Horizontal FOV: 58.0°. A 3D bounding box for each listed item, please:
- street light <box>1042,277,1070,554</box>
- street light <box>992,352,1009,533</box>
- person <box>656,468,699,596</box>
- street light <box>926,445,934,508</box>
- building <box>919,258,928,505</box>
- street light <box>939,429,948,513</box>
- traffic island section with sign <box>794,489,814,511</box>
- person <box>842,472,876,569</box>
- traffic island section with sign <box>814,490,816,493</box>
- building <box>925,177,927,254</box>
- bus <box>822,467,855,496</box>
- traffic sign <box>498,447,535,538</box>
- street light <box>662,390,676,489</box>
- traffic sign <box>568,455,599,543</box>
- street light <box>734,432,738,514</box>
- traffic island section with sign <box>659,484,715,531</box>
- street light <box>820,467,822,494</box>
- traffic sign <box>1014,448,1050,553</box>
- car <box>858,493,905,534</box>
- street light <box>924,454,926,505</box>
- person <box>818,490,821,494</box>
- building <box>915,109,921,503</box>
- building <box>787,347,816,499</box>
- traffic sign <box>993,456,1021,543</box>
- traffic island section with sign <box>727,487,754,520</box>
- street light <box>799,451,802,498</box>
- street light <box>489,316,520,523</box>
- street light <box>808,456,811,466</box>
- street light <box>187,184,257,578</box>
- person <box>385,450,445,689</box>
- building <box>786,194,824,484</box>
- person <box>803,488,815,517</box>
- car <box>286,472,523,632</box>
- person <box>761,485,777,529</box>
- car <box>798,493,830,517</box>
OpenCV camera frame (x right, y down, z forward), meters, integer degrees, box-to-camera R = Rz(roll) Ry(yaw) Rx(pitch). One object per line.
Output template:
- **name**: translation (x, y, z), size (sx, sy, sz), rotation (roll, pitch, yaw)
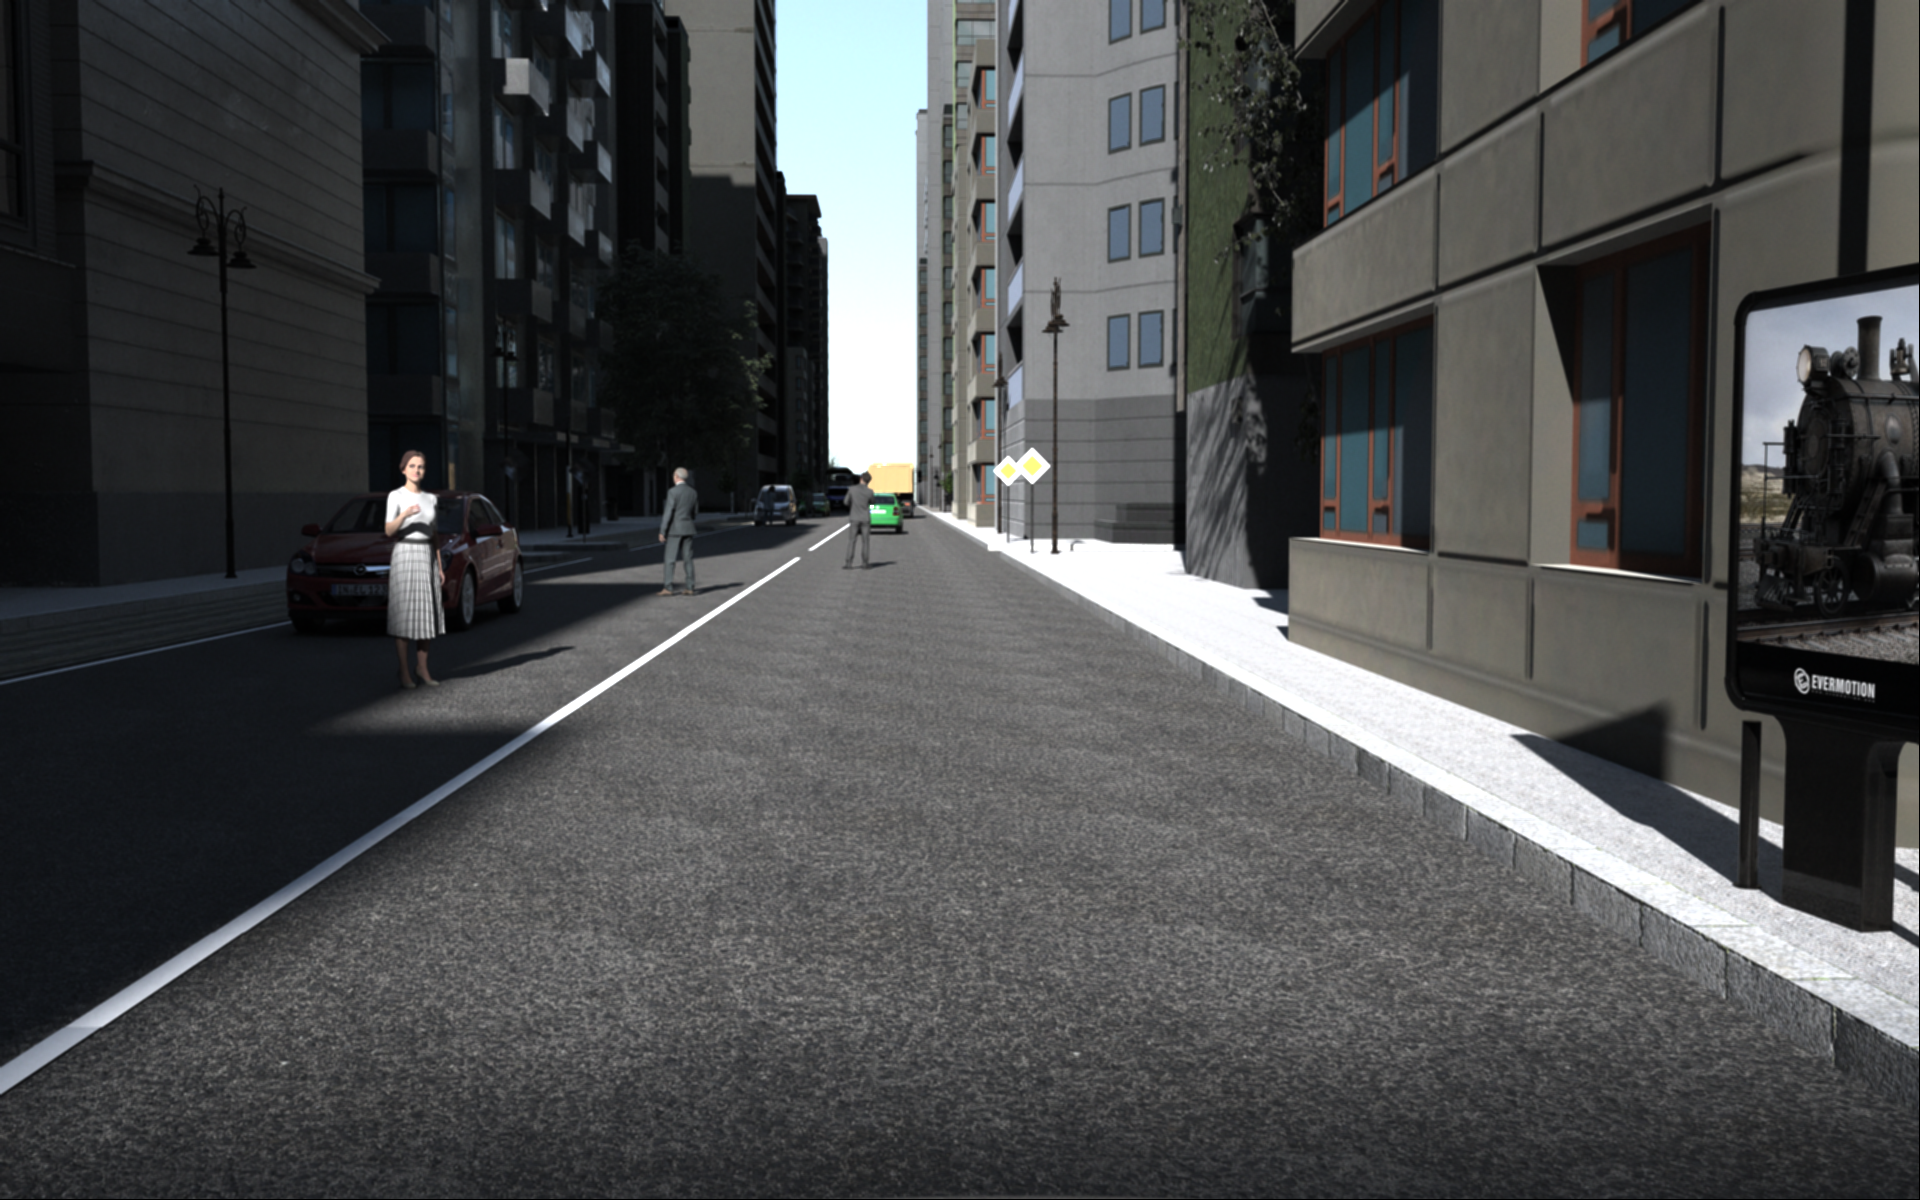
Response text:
- **street light**: translation (2.039, -3.931, 37.066), size (0.468, 5.910, 1.993), rotation (0, 4, -2)
- **street light**: translation (1.299, -5.106, 56.272), size (0.468, 5.910, 1.993), rotation (0, 4, -2)
- **person**: translation (-4.019, -0.967, 24.490), size (0.590, 1.801, 0.661), rotation (3, 4, 38)
- **street light**: translation (-2.713, -11.708, 164.218), size (0.468, 5.910, 1.993), rotation (0, 4, -2)
- **building**: translation (1.928, -26.993, 213.041), size (14.160, 30.474, 14.107), rotation (0, 4, -2)
- **street light**: translation (-1.043, -9.013, 120.154), size (0.468, 5.910, 1.993), rotation (0, 4, -2)
- **traffic island section with sign**: translation (-13.517, -8.347, 145.093), size (1.989, 1.847, 2.006), rotation (0, 4, -2)
- **person**: translation (-1.941, -1.520, 33.154), size (0.655, 1.846, 0.447), rotation (0, 4, -3)
- **traffic island section with sign**: translation (-14.521, -9.994, 172.030), size (1.989, 1.847, 2.006), rotation (0, 4, -2)
- **building**: translation (6.449, -37.686, 235.769), size (23.786, 49.044, 30.456), rotation (0, 4, -2)
- **bus**: translation (-10.958, -10.212, 158.511), size (2.896, 3.916, 12.252), rotation (0, 4, -2)
- **traffic sign**: translation (-9.479, -2.044, 37.061), size (0.795, 2.450, 0.064), rotation (0, 4, -2)
- **street light**: translation (-12.998, -6.399, 77.414), size (0.468, 5.910, 1.993), rotation (0, 4, -2)
- **traffic sign**: translation (-9.776, -2.532, 45.041), size (0.795, 2.450, 0.064), rotation (0, 4, -2)
- **street light**: translation (-14.271, -8.409, 110.279), size (0.468, 5.910, 1.993), rotation (0, 4, -2)
- **traffic island section with sign**: translation (-10.650, -3.615, 67.732), size (1.989, 1.847, 2.006), rotation (0, 4, -2)
- **street light**: translation (-18.972, -16.139, 236.652), size (0.468, 5.910, 1.993), rotation (0, 4, -2)
- **traffic sign**: translation (1.558, -2.068, 37.449), size (0.795, 2.450, 0.064), rotation (0, 4, -2)
- **car**: translation (-2.969, -3.312, 62.945), size (1.959, 1.807, 4.718), rotation (0, 4, -2)
- **street light**: translation (-3.884, -13.689, 196.603), size (0.468, 5.910, 1.993), rotation (0, 4, -2)
- **person**: translation (-15.036, -10.800, 185.085), size (0.705, 1.823, 1.348), rotation (0, 4, 3)
- **building**: translation (3.776, -44.247, 265.444), size (21.231, 58.520, 28.212), rotation (0, 4, -2)
- **building**: translation (-32.707, -22.791, 217.672), size (27.650, 21.520, 28.899), rotation (0, 4, -2)
- **traffic sign**: translation (1.262, -2.556, 45.429), size (0.795, 2.450, 0.064), rotation (0, 4, -2)
- **traffic island section with sign**: translation (-11.649, -5.262, 94.669), size (1.989, 1.847, 2.006), rotation (0, 4, -2)
- **street light**: translation (-17.168, -13.076, 186.571), size (0.468, 5.910, 1.993), rotation (0, 4, -2)
- **street light**: translation (-11.831, -4.425, 45.135), size (0.468, 5.910, 1.993), rotation (0, 4, -2)
- **street light**: translation (-17.737, -14.191, 204.805), size (0.468, 5.910, 1.993), rotation (0, 4, -2)
- **street light**: translation (-11.137, -3.272, 26.280), size (0.468, 5.910, 1.993), rotation (0, 4, -2)
- **person**: translation (-3.999, -0.229, 12.814), size (0.524, 1.755, 0.480), rotation (3, 4, 37)
- **building**: translation (-30.834, -36.163, 245.881), size (22.147, 44.769, 28.867), rotation (0, 4, -2)
- **person**: translation (-9.263, -5.975, 106.291), size (0.767, 1.812, 0.694), rotation (3, 4, 36)
- **car**: translation (-6.116, -0.633, 19.392), size (2.155, 1.783, 4.494), rotation (0, 4, -4)
- **person**: translation (-7.931, -3.849, 71.701), size (0.793, 1.790, 0.793), rotation (-2, 4, -24)
- **car**: translation (-9.236, -6.180, 109.844), size (1.959, 1.807, 4.718), rotation (0, 4, 0)
